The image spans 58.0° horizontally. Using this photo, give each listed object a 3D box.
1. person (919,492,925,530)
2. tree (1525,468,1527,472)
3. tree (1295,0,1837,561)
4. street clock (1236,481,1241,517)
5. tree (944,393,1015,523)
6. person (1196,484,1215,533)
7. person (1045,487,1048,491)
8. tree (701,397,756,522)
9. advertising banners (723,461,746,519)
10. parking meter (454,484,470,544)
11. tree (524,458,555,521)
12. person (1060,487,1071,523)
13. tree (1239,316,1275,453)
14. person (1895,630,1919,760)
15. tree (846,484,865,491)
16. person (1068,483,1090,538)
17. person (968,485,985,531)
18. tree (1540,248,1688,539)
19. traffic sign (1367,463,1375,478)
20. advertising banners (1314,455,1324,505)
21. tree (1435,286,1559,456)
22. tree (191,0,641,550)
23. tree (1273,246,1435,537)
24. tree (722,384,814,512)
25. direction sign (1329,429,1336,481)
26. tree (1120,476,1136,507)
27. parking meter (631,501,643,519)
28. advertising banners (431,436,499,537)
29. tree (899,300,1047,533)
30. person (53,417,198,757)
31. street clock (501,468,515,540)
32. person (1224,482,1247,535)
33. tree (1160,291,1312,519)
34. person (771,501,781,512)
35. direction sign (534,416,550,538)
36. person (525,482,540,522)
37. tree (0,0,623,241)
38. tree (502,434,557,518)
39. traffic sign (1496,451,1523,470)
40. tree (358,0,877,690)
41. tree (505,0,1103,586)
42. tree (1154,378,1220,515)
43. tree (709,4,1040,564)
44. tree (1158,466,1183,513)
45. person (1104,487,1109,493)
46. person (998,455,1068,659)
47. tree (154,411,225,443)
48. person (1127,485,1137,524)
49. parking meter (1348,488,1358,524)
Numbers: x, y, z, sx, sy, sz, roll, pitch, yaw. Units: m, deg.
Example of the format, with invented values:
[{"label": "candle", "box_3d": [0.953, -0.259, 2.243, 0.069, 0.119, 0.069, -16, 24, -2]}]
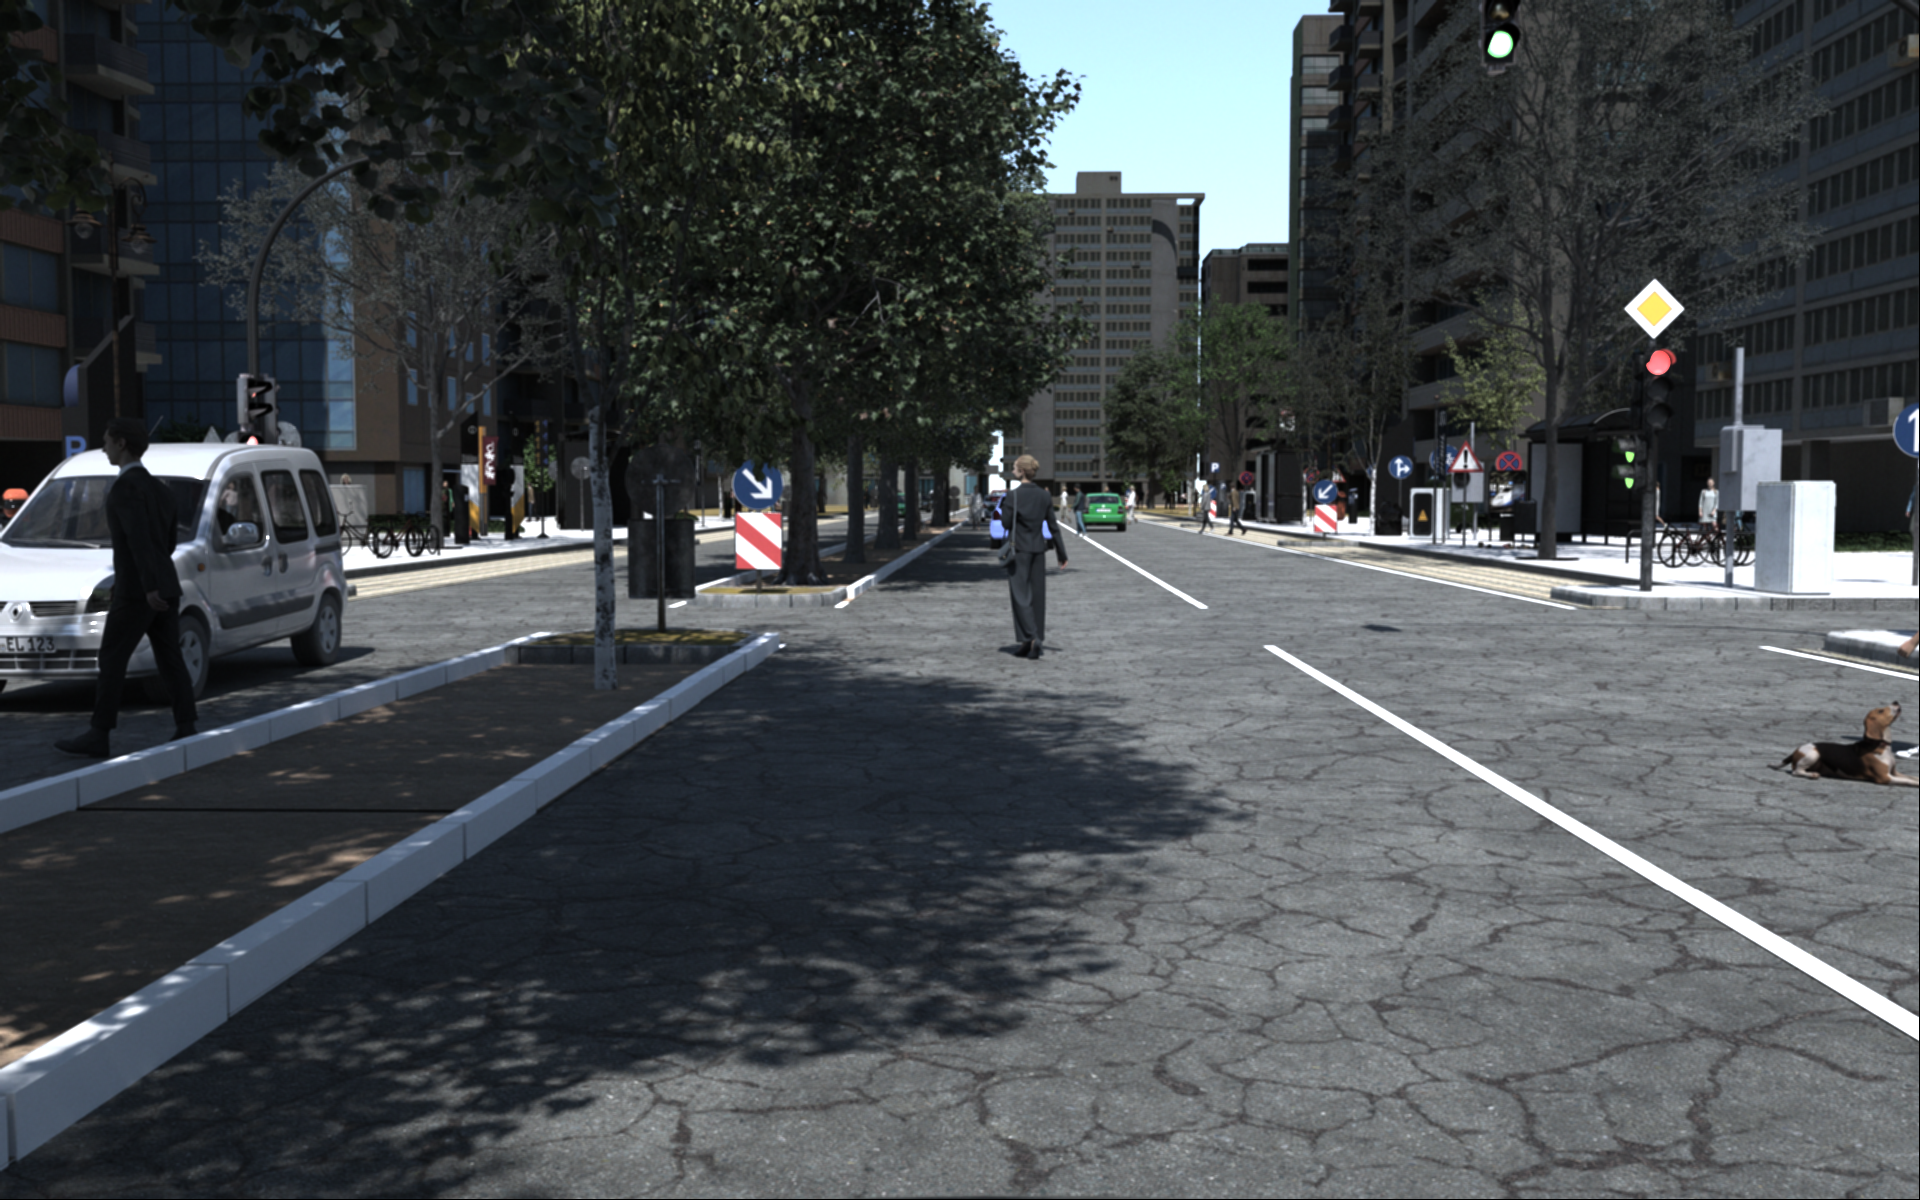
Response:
[{"label": "person", "box_3d": [-1.667, -3.688, 69.288, 0.515, 1.767, 0.782, 0, 4, -3]}, {"label": "tree", "box_3d": [22.962, -4.497, 68.133, 1.663, 3.219, 1.824, 0, 3, 0]}, {"label": "tree", "box_3d": [11.551, -7.512, 33.198, 12.009, 13.543, 11.850, 0, 3, 0]}, {"label": "street clock", "box_3d": [15.127, -5.512, 94.688, 0.471, 2.002, 0.358, -3, 5, -43]}, {"label": "tree", "box_3d": [-0.576, -9.566, 84.621, 9.928, 11.665, 9.643, 0, 3, 0]}, {"label": "person", "box_3d": [8.957, -3.330, 63.134, 0.728, 1.800, 0.709, 2, 4, 30]}, {"label": "person", "box_3d": [4.851, -5.385, 96.648, 0.850, 1.850, 0.679, -2, 4, -30]}, {"label": "tree", "box_3d": [-11.004, -7.881, 79.211, 4.360, 8.622, 3.978, 0, 3, 0]}, {"label": "advertising banners", "box_3d": [-11.616, -5.766, 90.465, 0.090, 3.025, 2.074, 3, 4, 39]}, {"label": "parking meter", "box_3d": [-12.755, -2.197, 44.338, 0.372, 1.533, 0.369, 0, 3, 0]}, {"label": "tree", "box_3d": [-20.724, -5.483, 84.245, 1.663, 3.219, 1.824, 0, 3, 0]}, {"label": "person", "box_3d": [5.151, -4.643, 84.638, 0.641, 1.798, 0.478, 2, 4, 35]}, {"label": "tree", "box_3d": [13.067, -7.097, 66.397, 4.360, 8.622, 3.978, 0, 3, 0]}, {"label": "person", "box_3d": [5.332, 0.216, 9.219, 0.590, 1.304, 0.306, 3, 4, 36]}, {"label": "tree", "box_3d": [-9.011, -9.212, 145.215, 1.663, 3.219, 1.824, 0, 3, 0]}, {"label": "person", "box_3d": [3.929, -2.959, 57.227, 0.721, 1.781, 0.623, 0, 4, 3]}, {"label": "person", "box_3d": [0.670, -3.627, 68.159, 0.694, 1.780, 0.624, 1, 4, 9]}, {"label": "tree", "box_3d": [18.905, -6.077, 49.718, 4.360, 8.622, 3.978, 0, 3, 0]}, {"label": "traffic sign", "box_3d": [17.054, -4.336, 71.003, 0.768, 2.556, 0.104, 1, 4, 10]}, {"label": "advertising banners", "box_3d": [16.275, -5.031, 78.451, 0.090, 3.025, 2.074, 2, 4, 25]}, {"label": "tree", "box_3d": [18.804, -6.709, 60.052, 4.737, 8.622, 4.395, 0, 3, 0]}, {"label": "tree", "box_3d": [-12.102, -7.938, 40.161, 12.009, 13.543, 11.850, 0, 3, 0]}, {"label": "tree", "box_3d": [12.223, -6.196, 51.667, 4.360, 8.622, 3.978, 0, 3, 0]}, {"label": "tree", "box_3d": [-10.497, -9.236, 85.425, 8.767, 10.594, 7.601, 1, 4, 10]}, {"label": "direction sign", "box_3d": [13.066, -4.215, 60.910, 0.379, 3.537, 0.876, 0, 4, -2]}, {"label": "tree", "box_3d": [16.688, -10.966, 173.890, 1.663, 3.219, 1.824, 0, 3, 0]}, {"label": "parking meter", "box_3d": [-10.429, -2.902, 55.851, 0.372, 1.533, 0.369, 0, 3, 0]}, {"label": "advertising banners", "box_3d": [-14.716, -3.388, 51.584, 2.074, 3.025, 0.090, -2, 4, -33]}, {"label": "tree", "box_3d": [-1.612, -9.211, 63.430, 12.009, 13.543, 11.850, 0, 3, 0]}, {"label": "person", "box_3d": [-4.556, -0.073, 9.479, 0.755, 1.850, 0.659, 0, 4, 2]}, {"label": "street clock", "box_3d": [-12.516, -2.657, 48.013, 0.358, 2.002, 0.471, -3, 4, -36]}, {"label": "person", "box_3d": [9.531, -3.151, 59.934, 0.836, 1.842, 0.656, 0, 4, -7]}, {"label": "tree", "box_3d": [14.050, -9.935, 88.199, 9.928, 11.665, 9.643, 0, 3, 0]}, {"label": "person", "box_3d": [-7.914, -3.927, 73.301, 0.643, 1.750, 0.593, -2, 4, -30]}, {"label": "direction sign", "box_3d": [-12.197, -3.582, 50.558, 0.379, 3.537, 0.876, -3, 4, -38]}, {"label": "person", "box_3d": [-19.726, -4.515, 79.779, 0.656, 1.842, 0.836, 3, 5, 44]}, {"label": "tree", "box_3d": [-3.139, -5.765, 3.378, 9.857, 13.997, 8.962, 0, 3, 0]}, {"label": "tree", "box_3d": [-23.253, -6.767, 94.358, 4.285, 4.588, 4.351, 0, 3, 0]}, {"label": "traffic sign", "box_3d": [16.127, -3.109, 50.946, 0.768, 2.556, 0.104, 0, 4, 7]}, {"label": "tree", "box_3d": [-2.557, -3.629, 12.160, 4.737, 8.622, 4.395, 0, 3, 0]}, {"label": "tree", "box_3d": [-2.478, -6.581, 27.066, 9.611, 12.733, 9.660, 0, 3, 0]}, {"label": "tree", "box_3d": [14.077, -9.534, 106.241, 4.360, 8.622, 3.978, 0, 3, 0]}, {"label": "tree", "box_3d": [-2.252, -7.041, 35.699, 7.486, 12.596, 7.792, 0, 3, 0]}, {"label": "tree", "box_3d": [14.431, -7.523, 117.599, 1.663, 3.219, 1.824, 0, 3, 0]}, {"label": "person", "box_3d": [7.196, -4.730, 86.049, 0.699, 1.804, 1.509, 1, 4, 15]}, {"label": "person", "box_3d": [0.634, -0.381, 15.156, 0.534, 1.772, 0.576, 3, 5, 40]}, {"label": "tree", "box_3d": [-30.554, -5.202, 68.760, 4.285, 4.588, 4.351, 0, 3, 0]}, {"label": "person", "box_3d": [8.224, -4.534, 82.514, 0.818, 1.842, 0.514, -3, 4, -38]}, {"label": "parking meter", "box_3d": [17.004, -4.068, 74.921, 0.372, 1.533, 0.369, 0, 3, 0]}]
